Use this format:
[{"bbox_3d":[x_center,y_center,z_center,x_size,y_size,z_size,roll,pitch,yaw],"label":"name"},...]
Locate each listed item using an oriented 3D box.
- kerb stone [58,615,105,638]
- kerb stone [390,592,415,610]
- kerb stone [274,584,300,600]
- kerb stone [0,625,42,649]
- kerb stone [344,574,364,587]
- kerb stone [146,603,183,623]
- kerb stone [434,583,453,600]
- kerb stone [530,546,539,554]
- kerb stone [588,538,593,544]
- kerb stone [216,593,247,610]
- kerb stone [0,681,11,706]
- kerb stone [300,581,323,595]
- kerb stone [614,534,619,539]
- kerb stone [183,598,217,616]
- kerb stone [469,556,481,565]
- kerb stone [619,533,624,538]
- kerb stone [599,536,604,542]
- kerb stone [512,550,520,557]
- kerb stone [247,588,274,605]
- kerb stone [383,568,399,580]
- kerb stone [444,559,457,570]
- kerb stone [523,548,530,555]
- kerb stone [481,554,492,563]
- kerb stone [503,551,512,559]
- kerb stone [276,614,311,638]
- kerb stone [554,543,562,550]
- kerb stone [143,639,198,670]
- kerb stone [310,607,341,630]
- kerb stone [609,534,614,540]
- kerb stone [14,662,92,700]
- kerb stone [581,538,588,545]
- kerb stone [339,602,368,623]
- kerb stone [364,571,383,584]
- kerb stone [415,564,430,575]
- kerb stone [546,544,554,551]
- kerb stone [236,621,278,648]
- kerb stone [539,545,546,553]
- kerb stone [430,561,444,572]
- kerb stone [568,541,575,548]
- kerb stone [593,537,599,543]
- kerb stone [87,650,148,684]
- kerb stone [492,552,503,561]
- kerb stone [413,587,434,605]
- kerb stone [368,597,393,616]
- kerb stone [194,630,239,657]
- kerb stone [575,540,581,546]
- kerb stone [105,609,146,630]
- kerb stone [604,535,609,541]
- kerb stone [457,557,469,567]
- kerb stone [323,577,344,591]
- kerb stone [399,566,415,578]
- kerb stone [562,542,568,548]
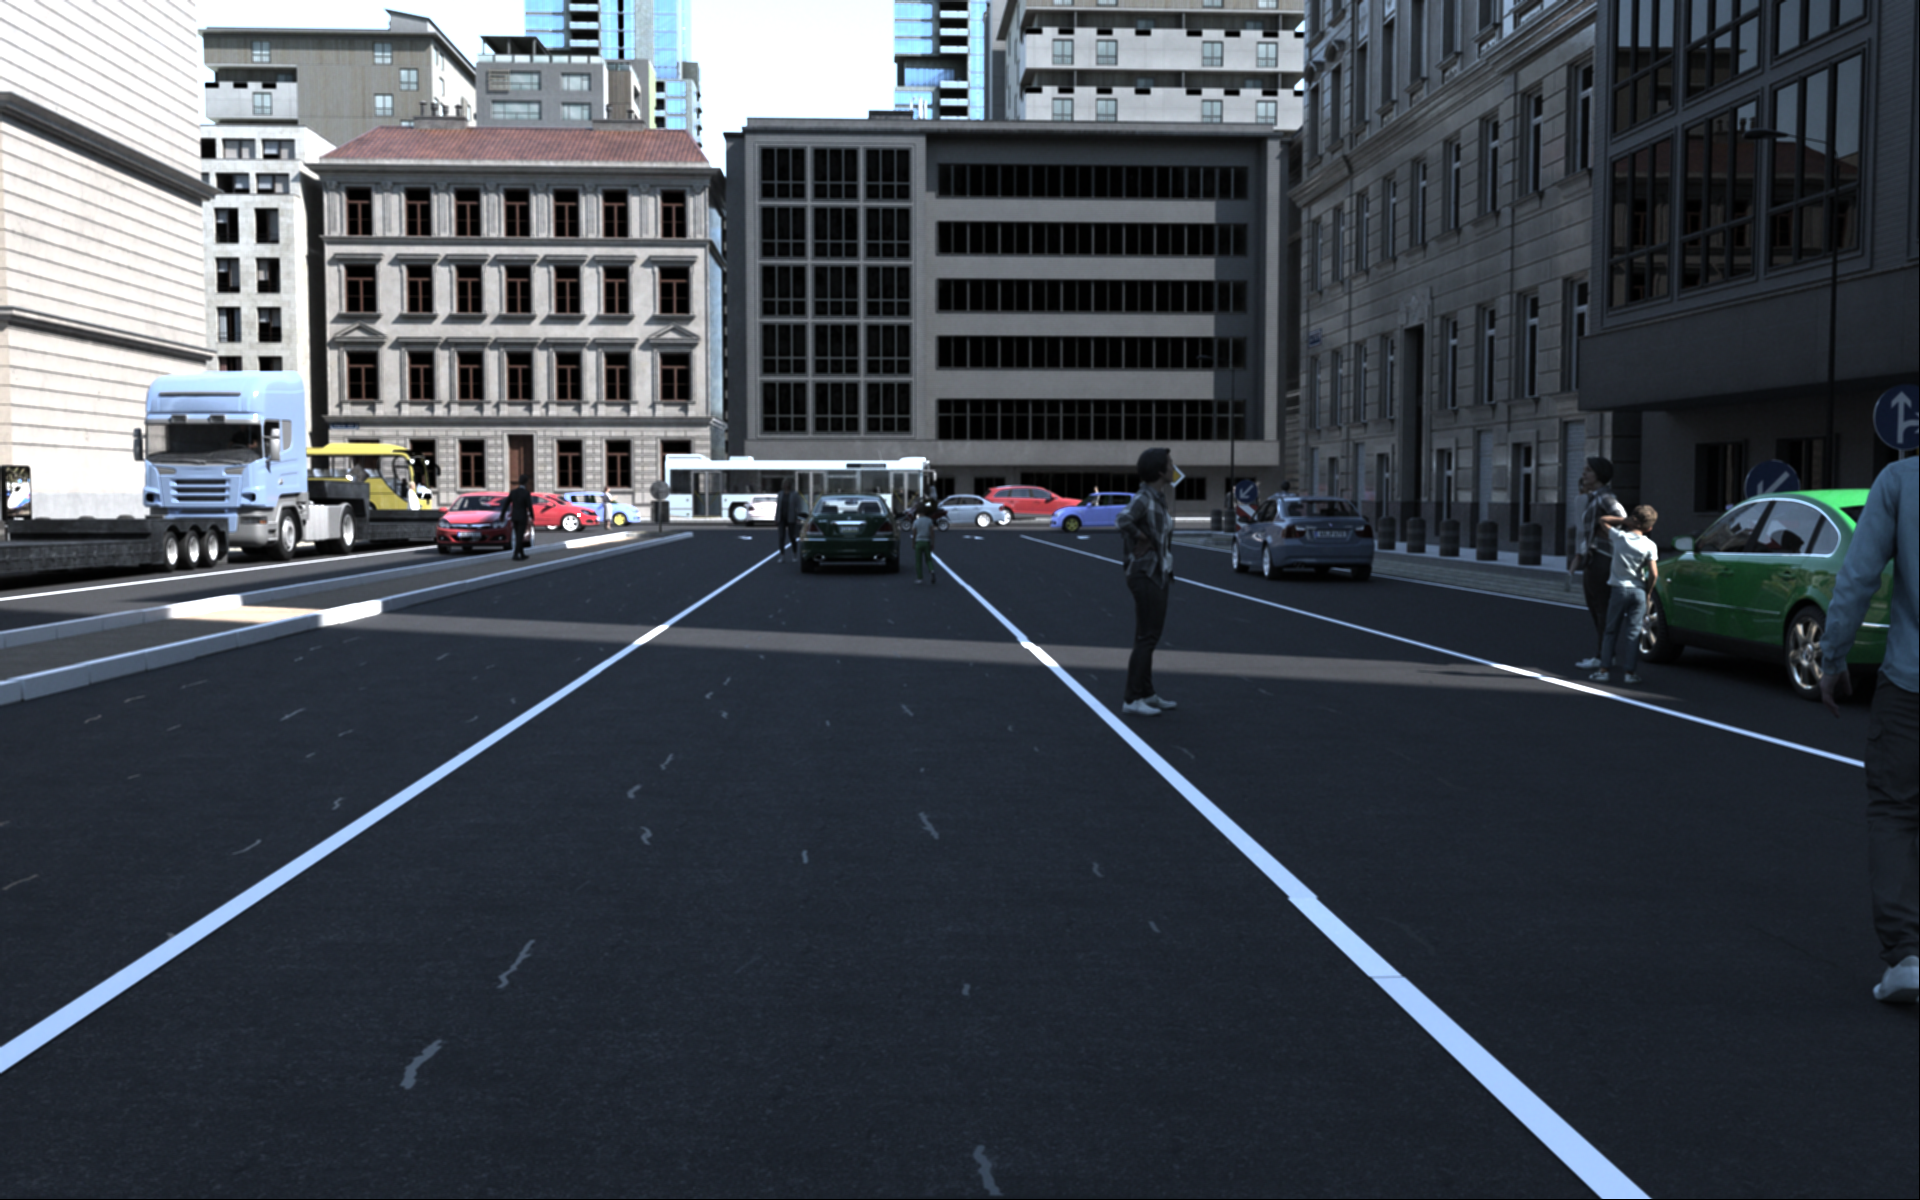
[{"bbox_3d":[-8.961,0.286,17.527,0.120,0.150,1.000,0,4,-3],"label":"kerb stone"},{"bbox_3d":[-7.081,0.026,21.778,0.120,0.150,1.000,0,4,-3],"label":"kerb stone"},{"bbox_3d":[-9.287,-0.091,23.687,0.120,0.150,1.000,0,4,-3],"label":"kerb stone"},{"bbox_3d":[-8.905,0.348,16.499,0.120,0.150,1.000,0,4,-3],"label":"kerb stone"},{"bbox_3d":[-9.461,-0.277,26.762,0.120,0.150,1.000,0,4,-3],"label":"kerb stone"},{"bbox_3d":[-9.073,0.166,19.583,0.120,0.150,1.000,0,4,-3],"label":"kerb stone"},{"bbox_3d":[-7.198,-0.100,23.831,0.120,0.150,1.000,0,4,-3],"label":"kerb stone"},{"bbox_3d":[-10.227,-1.159,41.146,0.120,0.150,1.000,0,4,-3],"label":"kerb stone"},{"bbox_3d":[-10.672,-1.662,49.376,0.120,0.150,1.000,0,4,-3],"label":"kerb stone"},{"bbox_3d":[-9.185,0.037,21.635,0.120,0.150,1.000,0,4,-3],"label":"kerb stone"},{"bbox_3d":[-6.534,0.664,11.487,0.120,0.150,1.000,0,4,-3],"label":"kerb stone"},{"bbox_3d":[-9.348,-0.154,24.711,0.120,0.150,1.000,0,4,-3],"label":"kerb stone"},{"bbox_3d":[-10.945,-1.976,54.524,0.120,0.150,1.000,0,4,-3],"label":"kerb stone"},{"bbox_3d":[-9.127,0.103,20.609,0.120,0.150,1.000,0,4,-3],"label":"kerb stone"},{"bbox_3d":[-9.897,-0.782,34.984,0.120,0.150,1.000,0,4,-3],"label":"kerb stone"},{"bbox_3d":[-11.001,-2.040,55.556,0.120,0.150,1.000,0,4,-3],"label":"kerb stone"},{"bbox_3d":[-10.783,-1.788,51.436,0.120,0.150,1.000,0,4,-3],"label":"kerb stone"},{"bbox_3d":[-10.118,-1.034,39.095,0.120,0.150,1.000,0,4,-3],"label":"kerb stone"},{"bbox_3d":[-9.239,-0.026,22.661,0.120,0.150,1.000,0,4,-3],"label":"kerb stone"},{"bbox_3d":[-9.572,-0.405,28.823,0.120,0.150,1.000,0,4,-3],"label":"kerb stone"},{"bbox_3d":[-9.793,-0.654,32.925,0.120,0.150,1.000,0,4,-3],"label":"kerb stone"},{"bbox_3d":[-10.173,-1.096,40.121,0.120,0.150,1.000,0,4,-3],"label":"kerb stone"},{"bbox_3d":[-9.955,-0.843,36.014,0.120,0.150,1.000,0,4,-3],"label":"kerb stone"},{"bbox_3d":[-10.070,-0.971,38.069,0.120,0.150,1.000,0,4,-3],"label":"kerb stone"},{"bbox_3d":[-6.874,0.277,17.666,0.120,0.150,1.000,0,4,-3],"label":"kerb stone"},{"bbox_3d":[-10.392,-1.338,44.237,0.120,0.150,1.000,0,4,-3],"label":"kerb stone"},{"bbox_3d":[-6.695,0.466,14.578,0.120,0.150,1.000,0,4,-3],"label":"kerb stone"},{"bbox_3d":[-6.923,0.214,18.691,0.120,0.150,1.000,0,4,-3],"label":"kerb stone"},{"bbox_3d":[-10.889,-1.914,53.494,0.120,0.150,1.000,0,4,-3],"label":"kerb stone"},{"bbox_3d":[-6.581,0.594,12.519,0.120,0.150,1.000,0,4,-3],"label":"kerb stone"},{"bbox_3d":[-10.607,-1.599,48.345,0.120,0.150,1.000,0,4,-3],"label":"kerb stone"},{"bbox_3d":[-6.974,0.152,19.718,0.120,0.150,1.000,0,4,-3],"label":"kerb stone"},{"bbox_3d":[-9.506,-0.342,27.787,0.120,0.150,1.000,0,4,-3],"label":"kerb stone"},{"bbox_3d":[-9.678,-0.530,30.873,0.120,0.150,1.000,0,4,-3],"label":"kerb stone"},{"bbox_3d":[-10.340,-1.285,43.205,0.120,0.150,1.000,0,4,-3],"label":"kerb stone"},{"bbox_3d":[-6.811,0.340,16.636,0.120,0.150,1.000,0,4,-3],"label":"kerb stone"},{"bbox_3d":[-10.288,-1.222,42.180,0.120,0.150,1.000,0,4,-3],"label":"kerb stone"},{"bbox_3d":[-9.734,-0.591,31.898,0.120,0.150,1.000,0,4,-3],"label":"kerb stone"},{"bbox_3d":[-10.503,-1.474,46.294,0.120,0.150,1.000,0,4,-3],"label":"kerb stone"},{"bbox_3d":[-10.727,-1.726,50.411,0.120,0.150,1.000,0,4,-3],"label":"kerb stone"},{"bbox_3d":[-6.643,0.529,13.553,0.120,0.150,1.000,0,4,-3],"label":"kerb stone"},{"bbox_3d":[-10.002,-0.908,37.039,0.120,0.150,1.000,0,4,-3],"label":"kerb stone"},{"bbox_3d":[-7.142,-0.037,22.803,0.120,0.150,1.000,0,4,-3],"label":"kerb stone"},{"bbox_3d":[-7.029,0.095,20.750,0.120,0.150,1.000,0,4,-3],"label":"kerb stone"},{"bbox_3d":[-6.760,0.405,15.604,0.120,0.150,1.000,0,4,-3],"label":"kerb stone"},{"bbox_3d":[-10.564,-1.537,47.319,0.120,0.150,1.000,0,4,-3],"label":"kerb stone"},{"bbox_3d":[-9.022,0.223,18.557,0.120,0.150,1.000,0,4,-3],"label":"kerb stone"},{"bbox_3d":[-10.838,-1.847,52.468,0.120,0.150,1.000,0,4,-3],"label":"kerb stone"},{"bbox_3d":[-9.848,-0.719,33.955,0.120,0.150,1.000,0,4,-3],"label":"kerb stone"},{"bbox_3d":[-9.402,-0.215,25.736,0.120,0.150,1.000,0,4,-3],"label":"kerb stone"},{"bbox_3d":[-9.623,-0.468,29.848,0.120,0.150,1.000,0,4,-3],"label":"kerb stone"},{"bbox_3d":[-10.455,-1.411,45.265,0.120,0.150,1.000,0,4,-3],"label":"kerb stone"}]
